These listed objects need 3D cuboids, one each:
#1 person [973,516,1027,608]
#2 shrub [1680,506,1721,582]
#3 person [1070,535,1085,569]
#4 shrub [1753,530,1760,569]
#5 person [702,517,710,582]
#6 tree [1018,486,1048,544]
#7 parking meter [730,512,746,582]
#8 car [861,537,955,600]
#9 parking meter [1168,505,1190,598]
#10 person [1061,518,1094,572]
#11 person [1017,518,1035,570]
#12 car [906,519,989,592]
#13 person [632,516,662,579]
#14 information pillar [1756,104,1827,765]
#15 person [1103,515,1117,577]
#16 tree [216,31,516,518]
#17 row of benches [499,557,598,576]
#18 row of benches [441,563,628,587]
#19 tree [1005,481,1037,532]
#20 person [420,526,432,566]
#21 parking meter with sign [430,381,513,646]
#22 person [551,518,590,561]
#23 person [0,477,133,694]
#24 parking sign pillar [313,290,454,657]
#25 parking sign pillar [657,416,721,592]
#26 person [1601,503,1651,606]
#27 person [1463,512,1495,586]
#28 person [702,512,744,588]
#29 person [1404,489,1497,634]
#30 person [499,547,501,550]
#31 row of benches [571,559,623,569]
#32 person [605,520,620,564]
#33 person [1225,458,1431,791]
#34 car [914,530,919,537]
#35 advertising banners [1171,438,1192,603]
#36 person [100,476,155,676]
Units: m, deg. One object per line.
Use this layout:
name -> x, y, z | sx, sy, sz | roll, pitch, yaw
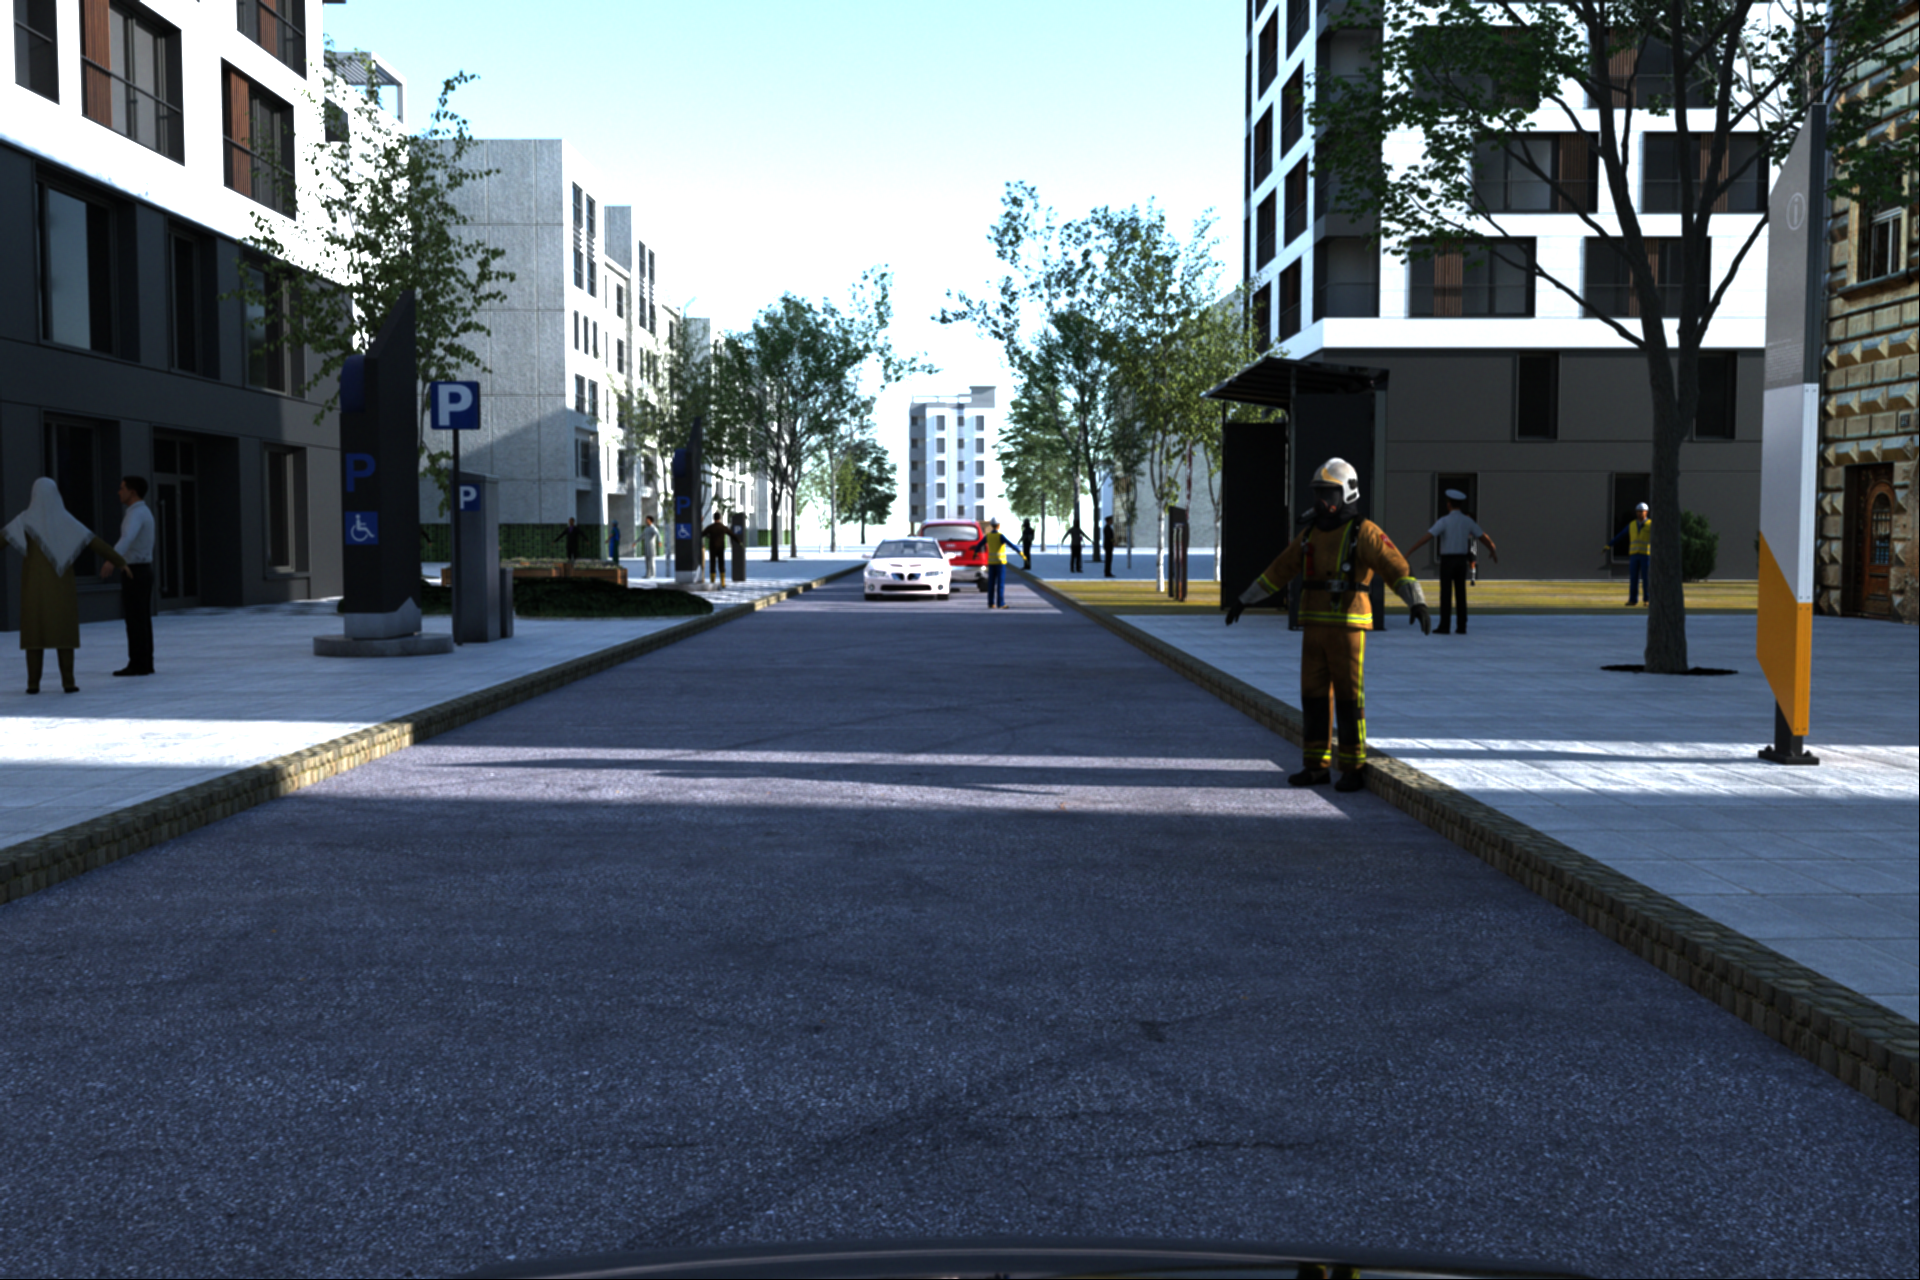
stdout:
person -> 0.746, -1.503, 33.497 | 1.216, 1.772, 0.721 | 2, 4, 34
shrub -> 19.453, -2.563, 46.318 | 1.690, 2.028, 1.600 | 0, 3, 0
person -> 4.326, -3.330, 63.719 | 0.599, 1.433, 0.991 | -2, 4, -26
shrub -> 21.640, -2.520, 45.249 | 1.661, 2.075, 1.752 | 0, 3, 0
person -> -6.430, -2.231, 42.755 | 0.705, 1.796, 1.348 | 2, 4, 35
tree -> 9.710, -16.429, 218.979 | 4.360, 8.622, 3.978 | 0, 3, 0
parking meter -> -5.985, -2.505, 46.672 | 0.399, 1.863, 0.255 | 0, 4, 0
car -> -1.145, -1.625, 38.930 | 2.083, 1.381, 4.827 | 0, 3, 0
parking meter -> 4.423, -1.791, 35.002 | 0.399, 1.863, 0.255 | 0, 3, 0
person -> 3.897, -3.173, 58.010 | 1.348, 1.813, 0.705 | -2, 4, -32
person -> 2.375, -3.452, 62.222 | 0.705, 1.856, 1.354 | -1, 4, -16
car -> -0.243, -2.166, 44.091 | 2.281, 1.827, 5.304 | 0, 4, 0
person -> -8.952, -2.670, 49.843 | 1.347, 1.806, 0.705 | 3, 5, 44
information pillar -> 4.670, -1.125, 9.741 | 0.183, 3.616, 0.504 | 0, 4, 0
person -> 4.466, -2.797, 51.658 | 0.705, 1.837, 1.347 | 0, 4, -3
tree -> -8.483, -4.607, 25.683 | 4.737, 8.622, 4.395 | 0, 3, 0
row of benches -> -10.699, -1.840, 45.544 | 4.104, 0.672, 1.422 | 3, 5, 41
row of benches -> -9.230, -1.332, 37.234 | 4.104, 0.672, 1.422 | 0, 4, 7
tree -> 8.028, -16.767, 224.505 | 4.737, 8.622, 4.395 | 0, 3, 0
person -> -16.123, -2.752, 51.186 | 0.705, 1.806, 1.347 | 2, 4, 33
parking meter with sign -> -5.761, -1.492, 20.660 | 0.543, 3.016, 1.738 | 0, 4, 0
person -> -12.263, -2.965, 54.701 | 1.346, 1.802, 0.704 | 1, 4, 16
person -> -7.371, -0.443, 14.023 | 1.217, 1.736, 0.721 | -1, 4, -21
parking sign pillar -> -6.217, -1.842, 18.592 | 1.447, 3.967, 1.447 | 0, 3, 0
parking sign pillar -> -6.131, -3.095, 39.071 | 1.447, 3.967, 1.447 | 0, 4, 1
person -> 12.128, -1.523, 30.874 | 1.349, 1.833, 0.705 | 3, 5, 41
person -> 12.581, -2.249, 42.910 | 1.345, 1.843, 0.704 | 2, 4, 28
person -> -5.812, -2.155, 41.370 | 1.346, 1.812, 0.704 | -1, 4, -19
person -> 6.342, -1.010, 22.307 | 1.343, 1.855, 0.704 | -1, 4, -13
person -> -11.753, -2.213, 42.035 | 1.347, 1.847, 0.705 | 2, 4, 25
row of benches -> -8.749, -1.598, 41.582 | 1.422, 0.672, 4.104 | -1, 4, -20
person -> -13.259, -3.686, 66.385 | 0.704, 1.817, 1.347 | 1, 4, 9
person -> 2.094, -0.094, 9.764 | 0.705, 1.858, 1.354 | -3, 5, -43
car -> -2.314, -7.109, 124.907 | 2.281, 1.827, 5.304 | 0, 3, 0
advertising banners -> 4.200, -2.239, 32.792 | 0.090, 3.025, 2.074 | 0, 4, -1
person -> -7.537, -0.589, 15.788 | 0.704, 1.810, 1.344 | -1, 4, -12
